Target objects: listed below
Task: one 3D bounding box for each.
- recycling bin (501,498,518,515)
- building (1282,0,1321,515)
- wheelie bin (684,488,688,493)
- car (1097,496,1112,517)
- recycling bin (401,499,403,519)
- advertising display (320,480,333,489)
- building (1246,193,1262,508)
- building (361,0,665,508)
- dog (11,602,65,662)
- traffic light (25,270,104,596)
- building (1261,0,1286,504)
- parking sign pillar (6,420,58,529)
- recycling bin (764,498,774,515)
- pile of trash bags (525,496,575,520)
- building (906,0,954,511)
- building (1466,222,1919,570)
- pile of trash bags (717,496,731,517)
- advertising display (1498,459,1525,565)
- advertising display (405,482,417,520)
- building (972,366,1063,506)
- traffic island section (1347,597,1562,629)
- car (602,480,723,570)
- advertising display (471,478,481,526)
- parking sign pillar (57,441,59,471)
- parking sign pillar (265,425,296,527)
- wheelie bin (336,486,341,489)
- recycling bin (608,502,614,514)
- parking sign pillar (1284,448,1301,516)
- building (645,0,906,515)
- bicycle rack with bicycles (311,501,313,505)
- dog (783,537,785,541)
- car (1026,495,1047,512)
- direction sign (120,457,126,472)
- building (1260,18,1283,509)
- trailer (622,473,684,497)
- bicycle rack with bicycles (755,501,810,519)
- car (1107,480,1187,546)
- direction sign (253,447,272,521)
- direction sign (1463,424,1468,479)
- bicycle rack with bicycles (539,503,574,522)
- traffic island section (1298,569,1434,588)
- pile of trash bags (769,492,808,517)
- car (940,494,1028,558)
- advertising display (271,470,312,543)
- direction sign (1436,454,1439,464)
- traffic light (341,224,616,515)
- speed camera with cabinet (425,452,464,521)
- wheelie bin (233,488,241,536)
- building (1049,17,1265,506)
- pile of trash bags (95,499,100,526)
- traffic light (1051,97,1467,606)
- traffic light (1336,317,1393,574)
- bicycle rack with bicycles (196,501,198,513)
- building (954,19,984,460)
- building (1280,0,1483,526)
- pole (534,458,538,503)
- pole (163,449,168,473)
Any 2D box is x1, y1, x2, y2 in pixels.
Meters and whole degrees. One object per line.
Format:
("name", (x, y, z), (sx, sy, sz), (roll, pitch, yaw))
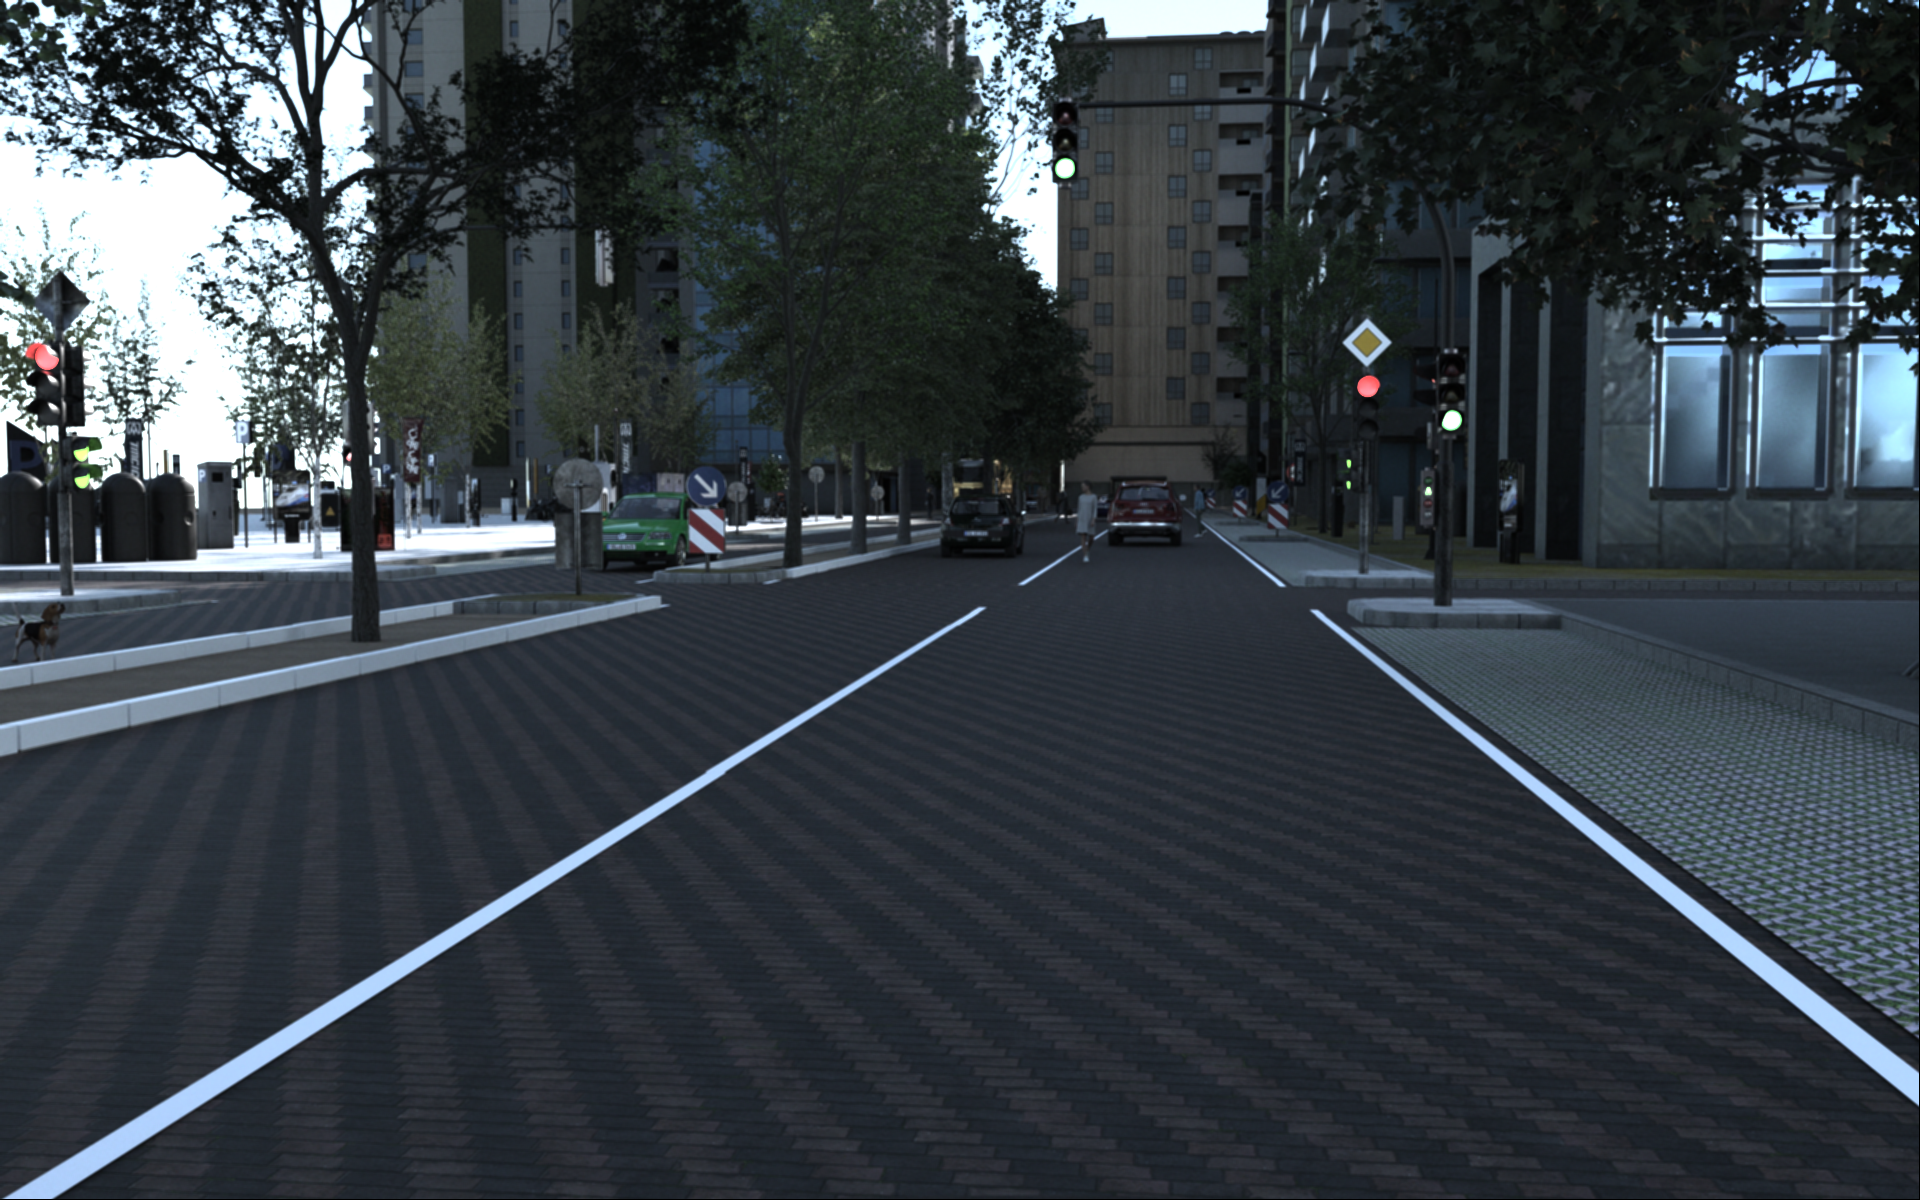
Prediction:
("recycling bin", (-27.794, -5.769, 106.880), (0.722, 1.027, 0.722), (2, 4, 30))
("building", (27.485, -26.040, 109.343), (14.154, 41.232, 14.086), (0, 4, 7))
("wheelie bin", (-13.877, -4.796, 86.329), (0.980, 1.594, 0.693), (2, 4, 27))
("car", (7.592, -4.892, 92.558), (1.945, 1.354, 3.894), (0, 4, 8))
("recycling bin", (-28.738, -4.606, 87.865), (0.722, 1.027, 0.722), (-3, 4, -37))
("advertising display", (-30.140, -4.706, 82.160), (0.974, 1.923, 0.123), (0, 4, -6))
("building", (34.782, -24.205, 167.460), (14.160, 30.474, 14.107), (0, 4, 7))
("building", (-42.971, -38.552, 172.330), (28.212, 58.520, 21.231), (0, 4, 7))
("dog", (-7.863, 0.276, 14.782), (0.540, 0.507, 0.406), (-1, 4, -10))
("traffic light", (-11.272, -2.010, 21.778), (0.839, 4.253, 0.868), (0, 4, 7))
("building", (34.418, -29.115, 130.652), (22.147, 44.769, 28.867), (0, 4, 7))
("parking sign pillar", (-33.852, -4.554, 62.931), (1.447, 3.967, 1.447), (-3, 4, -37))
("recycling bin", (-11.488, -5.663, 105.150), (0.722, 1.027, 0.722), (-1, 4, -12))
("pile of trash bags", (-19.841, -4.629, 85.435), (1.912, 1.369, 3.447), (1, 4, 21))
("building", (-12.605, -36.173, 133.434), (21.231, 58.520, 28.212), (0, 4, 7))
("building", (27.663, -44.267, 36.429), (31.000, 86.520, 22.319), (0, 4, 7))
("pile of trash bags", (-13.470, -5.304, 96.480), (1.912, 1.369, 3.447), (0, 4, -1))
("advertising display", (10.143, -1.633, 31.908), (0.123, 1.923, 0.974), (0, 4, -3))
("advertising display", (-27.181, -4.914, 85.555), (0.123, 1.923, 0.974), (1, 4, 18))
("building", (-3.049, -21.972, 204.273), (28.899, 21.520, 27.650), (0, 4, 7))
("traffic island section", (5.561, 0.145, 19.910), (2.009, 0.180, 2.903), (0, 4, 7))
("car", (-5.893, -1.527, 33.765), (1.959, 1.807, 4.718), (0, 4, 7))
("advertising display", (-19.334, -3.913, 69.198), (0.123, 1.923, 0.974), (-2, 4, -30))
("parking sign pillar", (-42.812, -5.788, 83.111), (1.447, 3.967, 1.447), (-3, 5, -42))
("parking sign pillar", (-26.184, -4.808, 67.089), (1.447, 3.967, 1.447), (-3, 5, -43))
("wheelie bin", (-24.039, -3.614, 66.996), (0.693, 1.594, 0.980), (-1, 4, -10))
("recycling bin", (-20.294, -5.344, 99.927), (0.722, 1.027, 0.722), (1, 4, 16))
("parking sign pillar", (19.161, -6.873, 100.844), (1.447, 3.967, 1.447), (1, 4, 17))
("building", (-11.382, -28.273, 112.376), (14.600, 45.320, 14.200), (0, 4, 7))
("bicycle rack with bicycles", (-33.234, -4.745, 90.966), (2.925, 0.926, 2.852), (1, 4, 11))
("dog", (-5.133, -2.004, 52.952), (0.550, 0.427, 0.748), (0, 4, 0))
("car", (6.024, -7.744, 139.198), (1.945, 1.354, 3.894), (0, 4, 7))
("direction sign", (-51.589, -7.026, 106.870), (0.876, 3.537, 0.379), (3, 5, 41))
("building", (34.005, -30.750, 152.872), (14.600, 45.320, 14.200), (0, 4, 7))
("trailer", (-8.472, -2.445, 47.030), (1.471, 1.999, 3.904), (0, 4, 7))
("bicycle rack with bicycles", (-9.507, -4.628, 89.051), (2.925, 0.926, 2.852), (1, 4, 22))
("car", (5.325, -2.499, 49.525), (2.281, 1.827, 5.304), (0, 4, 8))
("direction sign", (-33.652, -5.604, 83.626), (0.876, 3.537, 0.379), (0, 4, 4))
("direction sign", (16.569, -3.941, 56.435), (0.379, 3.537, 0.876), (3, 4, 37))
("bicycle rack with bicycles", (-18.032, -4.097, 80.366), (2.925, 0.926, 2.852), (-1, 4, -21))
("traffic island section", (6.506, -0.340, 27.839), (2.009, 0.180, 2.903), (0, 4, 7))
("pile of trash bags", (-9.704, -5.316, 96.666), (1.912, 1.369, 3.447), (-1, 4, -20))
("car", (0.551, -1.875, 40.436), (2.009, 1.686, 4.222), (0, 4, 6))
("advertising display", (-17.614, -2.474, 45.659), (0.974, 1.923, 0.123), (-1, 4, -9))
("direction sign", (15.607, -3.940, 56.419), (0.379, 3.537, 0.876), (-1, 4, -14))
("traffic light", (-8.239, -3.353, 29.495), (4.771, 5.953, 1.251), (0, 4, 7))
("speed camera with cabinet", (-24.605, -5.399, 82.608), (0.660, 3.252, 2.038), (2, 4, 26))
("wheelie bin", (-22.583, -2.779, 53.351), (0.980, 1.594, 0.693), (3, 5, 45))
("building", (24.954, -37.357, 200.025), (27.495, 52.752, 28.713), (0, 4, 7))
("pile of trash bags", (-35.356, -3.653, 69.476), (1.912, 1.369, 3.447), (1, 4, 21))
("traffic light", (3.435, -2.767, 19.907), (4.771, 5.953, 1.251), (0, 4, 7))
("traffic light", (6.468, -2.374, 27.730), (0.839, 4.253, 0.868), (0, 4, 7))
("bicycle rack with bicycles", (-37.835, -4.452, 86.173), (2.852, 0.926, 2.925), (-3, 4, -36))
("building", (-13.285, -33.533, 167.871), (30.456, 49.044, 23.786), (0, 4, 7))
("building", (27.607, -28.155, 79.935), (23.786, 49.044, 30.456), (0, 4, 7))
("pole", (-24.263, -6.436, 99.074), (0.158, 3.312, 0.155), (0, 3, 0))
("pole", (-35.928, -5.170, 78.379), (0.158, 3.312, 0.155), (0, 3, 0))
